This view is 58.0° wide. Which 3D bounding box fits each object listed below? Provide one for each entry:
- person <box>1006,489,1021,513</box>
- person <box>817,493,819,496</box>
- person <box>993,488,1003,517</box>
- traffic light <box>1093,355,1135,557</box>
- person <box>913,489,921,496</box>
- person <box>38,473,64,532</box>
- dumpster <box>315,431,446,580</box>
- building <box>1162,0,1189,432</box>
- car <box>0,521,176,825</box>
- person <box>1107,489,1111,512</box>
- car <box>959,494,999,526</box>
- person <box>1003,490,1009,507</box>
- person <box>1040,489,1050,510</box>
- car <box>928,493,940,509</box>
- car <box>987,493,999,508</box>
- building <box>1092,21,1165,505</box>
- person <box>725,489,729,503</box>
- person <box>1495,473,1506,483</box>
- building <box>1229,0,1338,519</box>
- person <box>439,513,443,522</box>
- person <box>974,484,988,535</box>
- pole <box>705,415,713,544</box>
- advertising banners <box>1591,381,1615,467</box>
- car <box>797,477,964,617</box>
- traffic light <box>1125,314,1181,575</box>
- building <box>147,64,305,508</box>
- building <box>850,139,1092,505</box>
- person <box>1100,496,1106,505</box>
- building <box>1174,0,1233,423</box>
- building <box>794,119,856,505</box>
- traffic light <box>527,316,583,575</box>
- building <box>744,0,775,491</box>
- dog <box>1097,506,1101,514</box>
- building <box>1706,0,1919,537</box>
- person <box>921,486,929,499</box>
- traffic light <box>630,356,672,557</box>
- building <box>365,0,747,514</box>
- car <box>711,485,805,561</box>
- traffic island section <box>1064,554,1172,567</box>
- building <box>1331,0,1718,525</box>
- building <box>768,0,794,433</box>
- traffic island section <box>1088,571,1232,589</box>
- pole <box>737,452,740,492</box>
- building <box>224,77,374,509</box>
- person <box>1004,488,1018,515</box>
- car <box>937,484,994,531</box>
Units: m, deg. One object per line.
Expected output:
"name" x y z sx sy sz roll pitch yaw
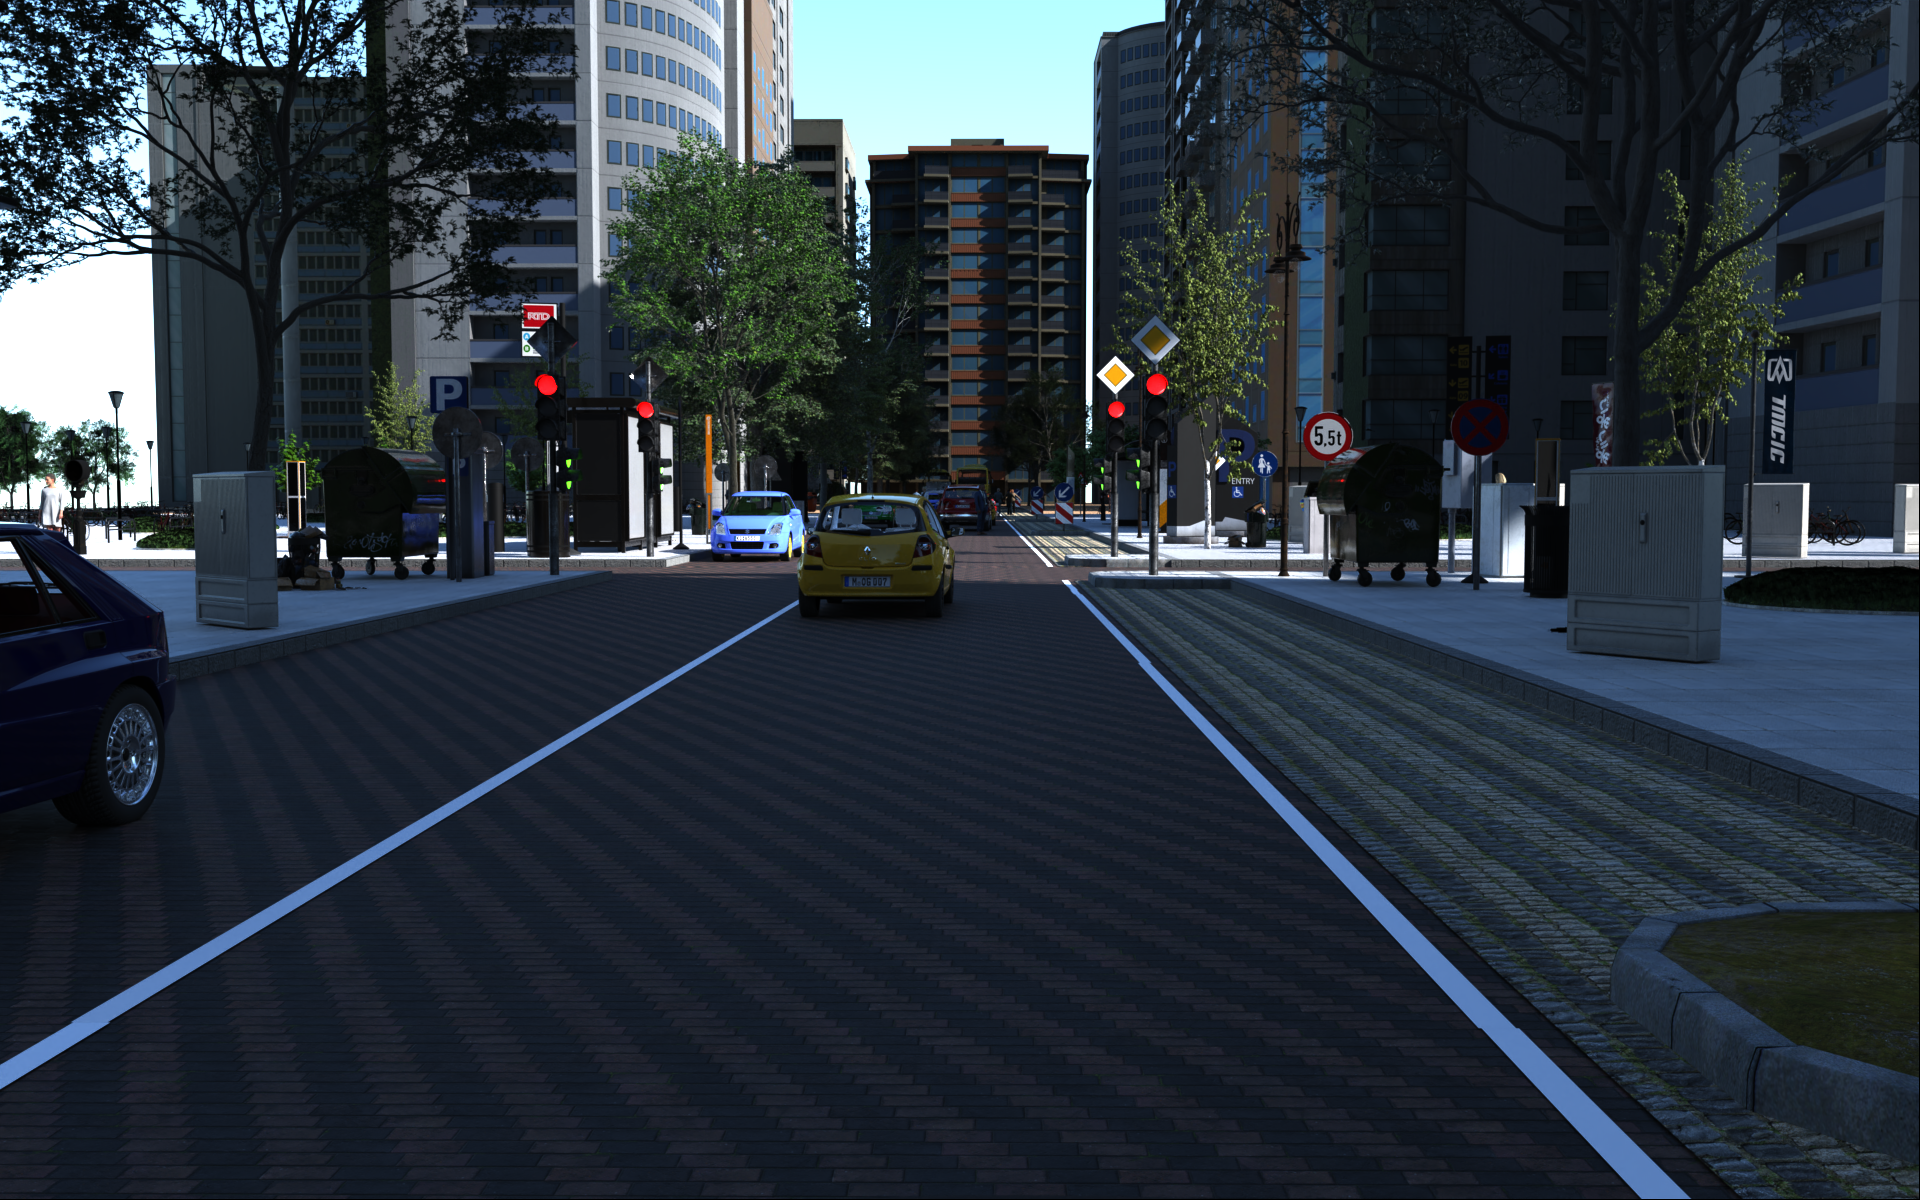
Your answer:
"person" 3.864 -7.277 127.485 1.348 1.823 0.705 0 4 2
"person" -10.468 -7.730 132.510 1.350 1.814 0.705 -1 4 -20
"person" 2.408 -6.199 110.026 0.661 1.801 0.590 0 4 -3
"traffic light" 3.135 -2.834 35.261 0.839 4.253 0.868 0 4 1
"person" -3.379 -7.665 133.805 1.348 1.826 0.705 0 4 2
"person" -19.889 -1.900 37.865 0.760 1.731 0.466 3 4 38
"dumpster" -8.843 -1.474 26.601 1.502 2.255 1.985 0 4 1
"building" 28.354 -44.360 163.533 20.563 71.187 20.611 0 4 1
"car" -4.488 0.386 6.265 1.945 1.354 3.894 0 4 2
"person" 10.671 -7.070 123.107 0.415 1.643 0.593 1 4 21
"car" 0.807 -4.280 80.207 2.015 1.641 3.980 0 4 1
"person" 4.755 -9.981 171.701 1.348 1.823 0.705 -1 4 -21
"person" 6.767 -8.262 141.833 1.217 1.736 0.721 1 4 13
"car" -2.369 -8.347 146.068 1.945 1.707 3.694 0 4 3
"car" 1.101 -5.371 96.849 2.155 1.783 4.494 0 4 -1
"building" 31.031 -41.089 213.796 28.212 58.520 21.231 0 4 1
"person" -12.122 -5.240 91.674 0.622 1.834 0.822 -2 4 -33
"person" 13.248 -2.224 42.592 0.709 1.800 0.728 -2 4 -30
"building" 22.976 -27.267 95.919 14.600 45.320 14.200 0 4 1
"person" -17.020 -2.938 56.676 0.503 1.515 0.523 1 4 10
"person" 0.749 -3.220 61.334 0.419 1.800 0.721 3 4 36
"pole" -6.457 -3.099 44.518 0.158 3.312 0.155 0 3 0
"advertising banners" 10.313 -1.850 26.439 0.090 3.025 2.074 -1 4 -19
"car" -0.973 -0.697 21.616 2.015 1.641 3.980 0 4 2
"traffic light" 3.041 -2.346 27.277 0.839 4.253 0.868 0 4 1
"building" -68.506 -29.659 168.512 14.086 41.232 14.154 0 4 1
"building" 1.469 -34.351 216.259 28.867 44.769 22.147 0 4 1
"person" 12.300 -8.557 149.146 0.628 1.438 0.799 -3 4 -38
"building" 29.177 -31.705 137.988 23.786 49.044 30.456 0 4 1
"building" -24.064 -36.114 214.161 21.600 48.544 21.300 0 4 1
"traffic light" -6.419 -2.352 27.371 0.839 4.253 0.868 0 4 1
"building" -23.358 -30.306 145.610 14.600 45.320 14.200 0 4 1
"dog" 8.826 -5.672 109.570 0.406 0.507 0.540 -1 4 -22
"building" 41.659 -31.307 53.876 28.212 58.520 21.231 0 4 1
"person" -1.907 -5.203 93.446 0.514 1.842 0.818 1 4 16
"traffic light" -6.326 -2.840 35.355 0.839 4.253 0.868 0 4 1
"building" -27.769 -35.590 123.891 21.231 58.520 28.212 0 4 1
"car" -4.419 -1.742 38.077 1.945 1.707 3.694 0 4 1
"traffic island section" 3.175 -0.801 35.375 2.009 0.180 2.903 0 4 1
"building" 23.151 -18.505 74.256 14.160 30.474 14.107 0 4 1
"building" -26.865 -44.378 163.837 20.611 71.187 20.563 0 4 1
"traffic island section" 3.081 -0.312 27.390 2.009 0.180 2.903 0 4 1
"pole" -9.261 -4.780 71.993 0.158 3.312 0.155 0 3 0
"building" -49.275 -28.602 159.526 23.993 40.220 32.217 0 4 1
"person" 3.443 -6.738 118.690 0.705 1.821 1.348 -3 5 -44
"car" 0.207 -3.673 68.720 2.281 1.827 5.304 0 4 3
